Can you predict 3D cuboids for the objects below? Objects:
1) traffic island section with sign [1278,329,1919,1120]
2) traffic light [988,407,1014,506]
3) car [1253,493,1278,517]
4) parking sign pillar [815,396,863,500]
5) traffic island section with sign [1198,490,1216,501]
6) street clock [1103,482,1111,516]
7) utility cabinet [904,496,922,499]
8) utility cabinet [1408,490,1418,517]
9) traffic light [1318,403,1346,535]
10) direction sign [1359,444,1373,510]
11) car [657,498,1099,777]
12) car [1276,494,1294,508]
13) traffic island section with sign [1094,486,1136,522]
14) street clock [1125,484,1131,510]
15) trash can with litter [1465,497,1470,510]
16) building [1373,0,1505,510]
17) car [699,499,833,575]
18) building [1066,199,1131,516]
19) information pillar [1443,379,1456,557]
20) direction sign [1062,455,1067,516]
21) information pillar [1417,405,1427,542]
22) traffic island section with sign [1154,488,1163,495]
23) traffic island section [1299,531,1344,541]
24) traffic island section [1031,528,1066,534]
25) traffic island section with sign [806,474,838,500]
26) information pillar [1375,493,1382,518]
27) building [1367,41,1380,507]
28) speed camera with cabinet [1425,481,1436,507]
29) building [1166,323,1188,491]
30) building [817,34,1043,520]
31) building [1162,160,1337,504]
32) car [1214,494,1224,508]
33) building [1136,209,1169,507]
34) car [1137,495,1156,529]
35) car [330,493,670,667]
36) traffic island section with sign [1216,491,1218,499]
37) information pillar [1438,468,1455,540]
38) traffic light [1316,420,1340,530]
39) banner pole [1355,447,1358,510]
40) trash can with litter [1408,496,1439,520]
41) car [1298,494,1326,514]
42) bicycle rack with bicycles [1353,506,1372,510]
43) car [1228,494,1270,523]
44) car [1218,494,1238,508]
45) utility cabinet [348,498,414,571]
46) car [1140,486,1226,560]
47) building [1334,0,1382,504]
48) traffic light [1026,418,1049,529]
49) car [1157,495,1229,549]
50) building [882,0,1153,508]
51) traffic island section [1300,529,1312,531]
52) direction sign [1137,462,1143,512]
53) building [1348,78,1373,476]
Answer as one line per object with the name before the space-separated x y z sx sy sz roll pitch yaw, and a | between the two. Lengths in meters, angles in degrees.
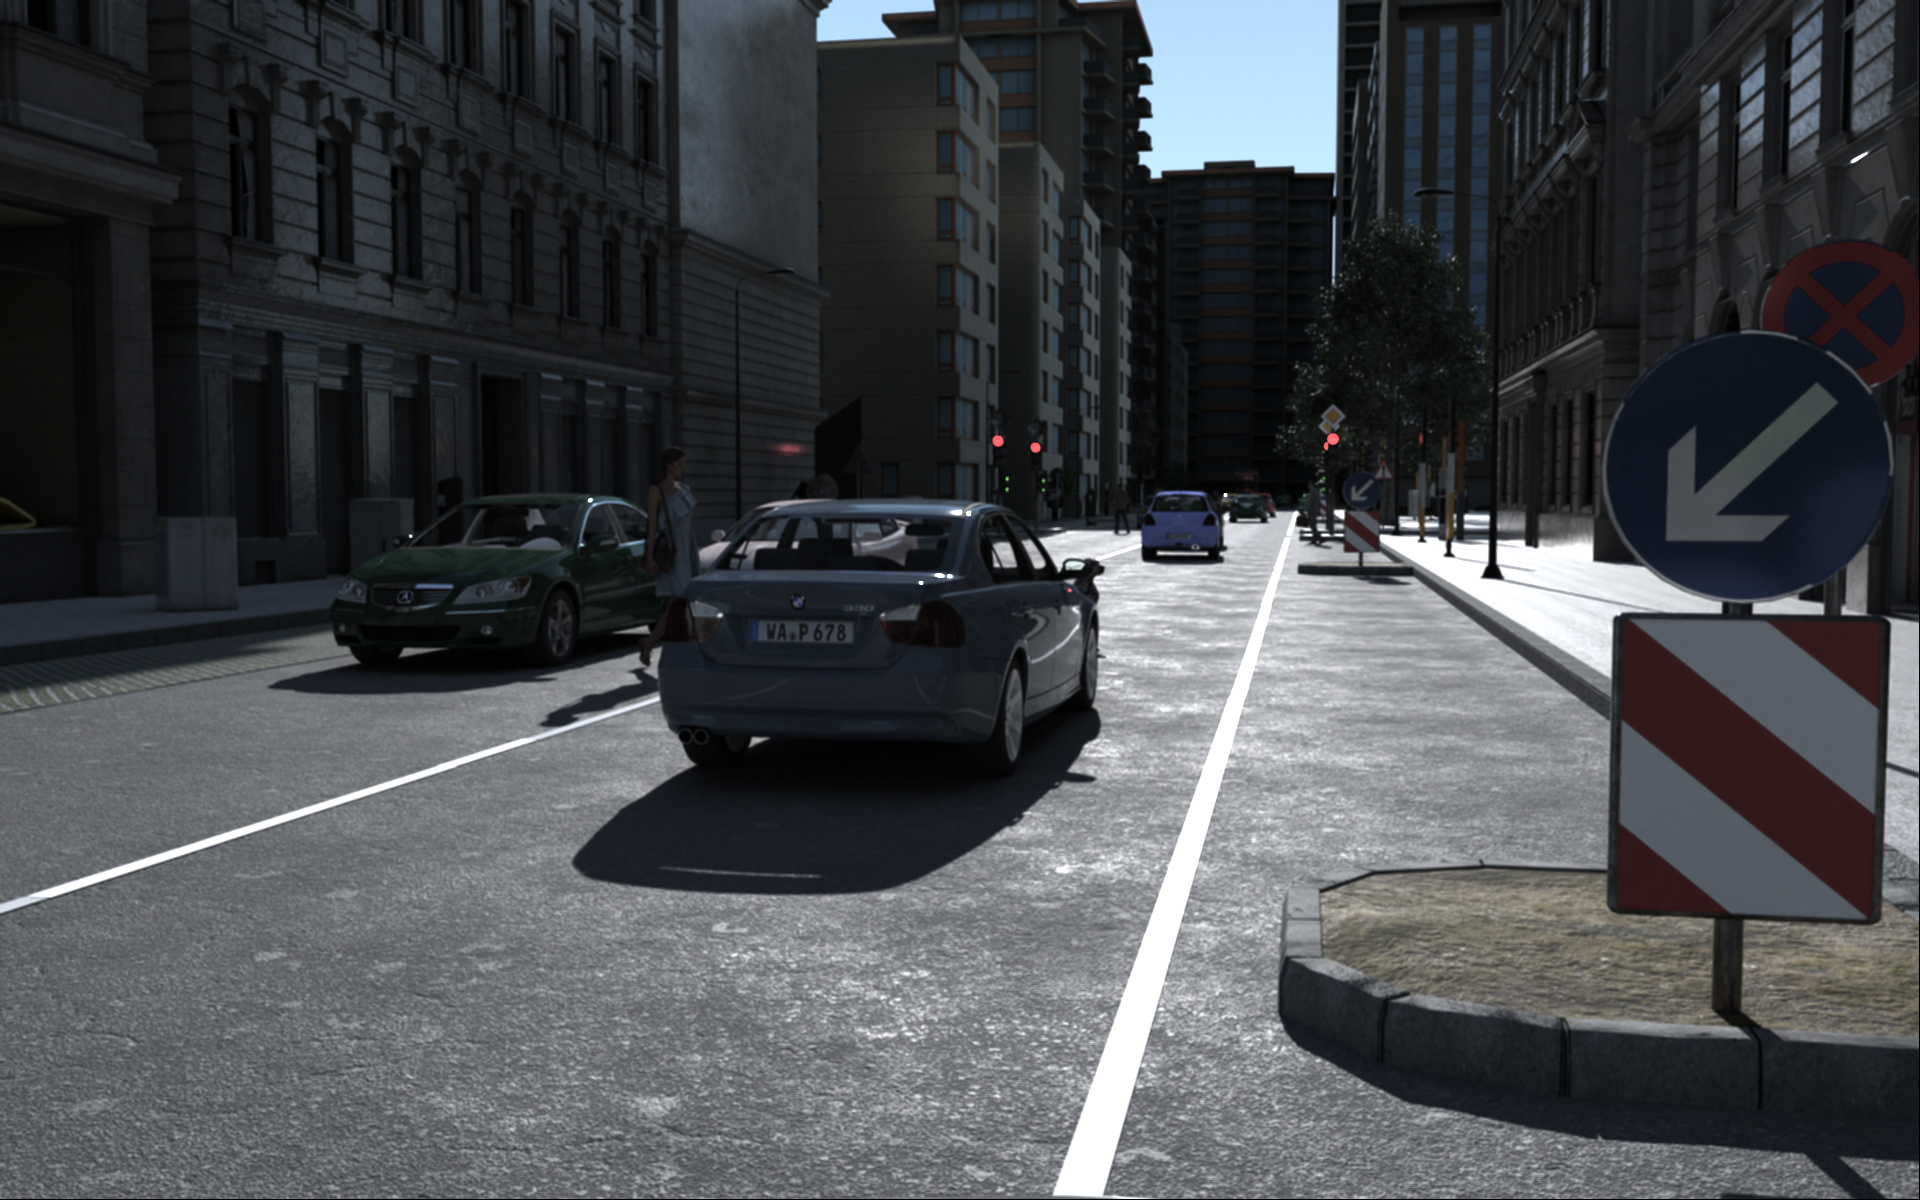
traffic island section with sign | 1.941 0.223 4.976 1.989 1.847 2.006 1 4 11
traffic light | 1.292 -4.093 55.846 0.839 4.253 0.868 1 4 11
car | 18.861 -6.098 108.746 2.155 1.783 4.494 1 4 13
parking sign pillar | -3.346 -3.627 47.767 1.447 3.967 1.447 0 4 0
traffic island section with sign | 22.860 -9.479 163.610 1.989 1.847 2.006 1 4 11
street clock | 8.678 -5.981 102.362 0.471 2.002 0.358 -2 4 -24
utility cabinet | -1.417 -2.540 52.690 0.306 1.237 1.020 1 4 13
utility cabinet | 25.316 -5.354 96.218 0.318 1.500 1.173 3 5 40
traffic light | 11.559 -3.971 53.843 0.839 4.253 0.868 1 4 11
direction sign | 18.238 -5.251 77.855 0.876 3.537 0.379 -2 4 -33
car | -0.284 0.110 10.208 2.014 1.417 4.499 1 4 13
car | 34.702 -10.778 185.020 1.959 1.807 4.718 1 4 12
traffic island section with sign | 7.924 -4.855 88.015 1.989 1.847 2.006 1 4 11
street clock | 12.064 -7.328 124.377 0.471 2.002 0.358 0 4 -1
trash can with litter | 38.811 -7.424 132.766 0.624 1.170 1.055 1 4 8
building | 42.314 -30.279 145.173 14.600 45.320 14.200 1 4 11
car | -1.779 -0.503 20.587 2.083 1.381 4.827 1 4 13
building | -3.548 -16.718 118.377 27.650 21.520 28.899 1 4 11
information pillar | 9.988 -2.684 35.243 0.183 3.616 0.504 1 4 8
direction sign | 6.005 -6.549 99.073 0.379 3.537 0.876 0 4 6
information pillar | 12.293 -3.346 46.057 0.183 3.616 0.504 0 4 3
traffic island section with sign | 13.176 -6.483 114.632 1.989 1.847 2.006 1 4 11
traffic island section | 11.596 -1.937 53.949 2.009 0.180 2.903 1 4 11
traffic island section | 2.802 -2.541 63.823 2.009 0.180 2.903 1 4 11
traffic island section with sign | -2.794 -1.537 33.763 1.989 1.847 2.006 1 4 11
information pillar | 21.294 -5.106 87.972 0.304 2.012 0.304 2 4 30
building | 50.700 -33.440 166.357 23.786 49.044 30.456 1 4 11
speed camera with cabinet | 34.218 -7.996 125.075 0.660 3.252 2.038 -1 4 -11
building | 10.810 -21.701 199.856 28.899 21.520 27.650 1 4 11
building | -10.780 -14.509 82.262 27.650 21.520 28.899 1 4 11
building | 35.055 -35.230 230.630 28.867 44.769 22.147 1 4 11
car | 24.470 -9.019 159.256 2.131 1.459 4.920 1 4 12
building | 13.471 -24.691 175.396 14.160 30.474 14.107 1 4 11
car | 8.414 -3.675 72.090 2.014 1.417 4.499 1 4 12
car | -3.927 -0.257 15.994 2.131 1.459 4.920 1 4 11
traffic island section with sign | 28.068 -11.097 190.059 1.989 1.847 2.006 1 4 11
information pillar | 13.503 -2.665 48.066 0.304 2.012 0.304 -2 4 -27
traffic light | 13.106 -4.450 61.677 0.839 4.253 0.868 1 4 11
banner pole | 19.332 -5.773 84.412 0.401 3.779 0.863 1 4 16
trash can with litter | 22.875 -4.512 84.832 2.233 1.210 1.678 0 4 -7
car | 25.300 -7.073 124.447 1.959 1.807 4.718 1 4 11
bicycle rack with bicycles | 28.576 -6.599 121.275 2.925 0.926 2.852 0 4 -5
car | 14.791 -4.704 88.707 2.131 1.459 4.920 1 4 12
car | 21.965 -7.965 140.447 2.015 1.641 3.980 1 4 12
utility cabinet | -8.330 -0.842 24.936 1.020 1.237 0.306 2 4 29
car | 5.031 -1.812 39.220 1.945 1.707 3.694 1 4 9
building | 59.571 -48.198 226.285 20.611 71.187 20.563 1 4 11
traffic light | 2.839 -4.572 63.681 0.839 4.253 0.868 1 4 11
car | 6.181 -2.137 46.743 2.131 1.459 4.920 1 4 10
building | 5.424 -30.585 154.683 22.147 44.769 28.867 1 4 11
traffic island section | 13.143 -2.416 61.783 2.009 0.180 2.903 1 4 11
direction sign | 12.872 -8.075 124.020 0.379 3.537 0.876 -1 4 -21
building | 54.501 -34.765 192.114 21.300 48.544 21.600 1 4 11
